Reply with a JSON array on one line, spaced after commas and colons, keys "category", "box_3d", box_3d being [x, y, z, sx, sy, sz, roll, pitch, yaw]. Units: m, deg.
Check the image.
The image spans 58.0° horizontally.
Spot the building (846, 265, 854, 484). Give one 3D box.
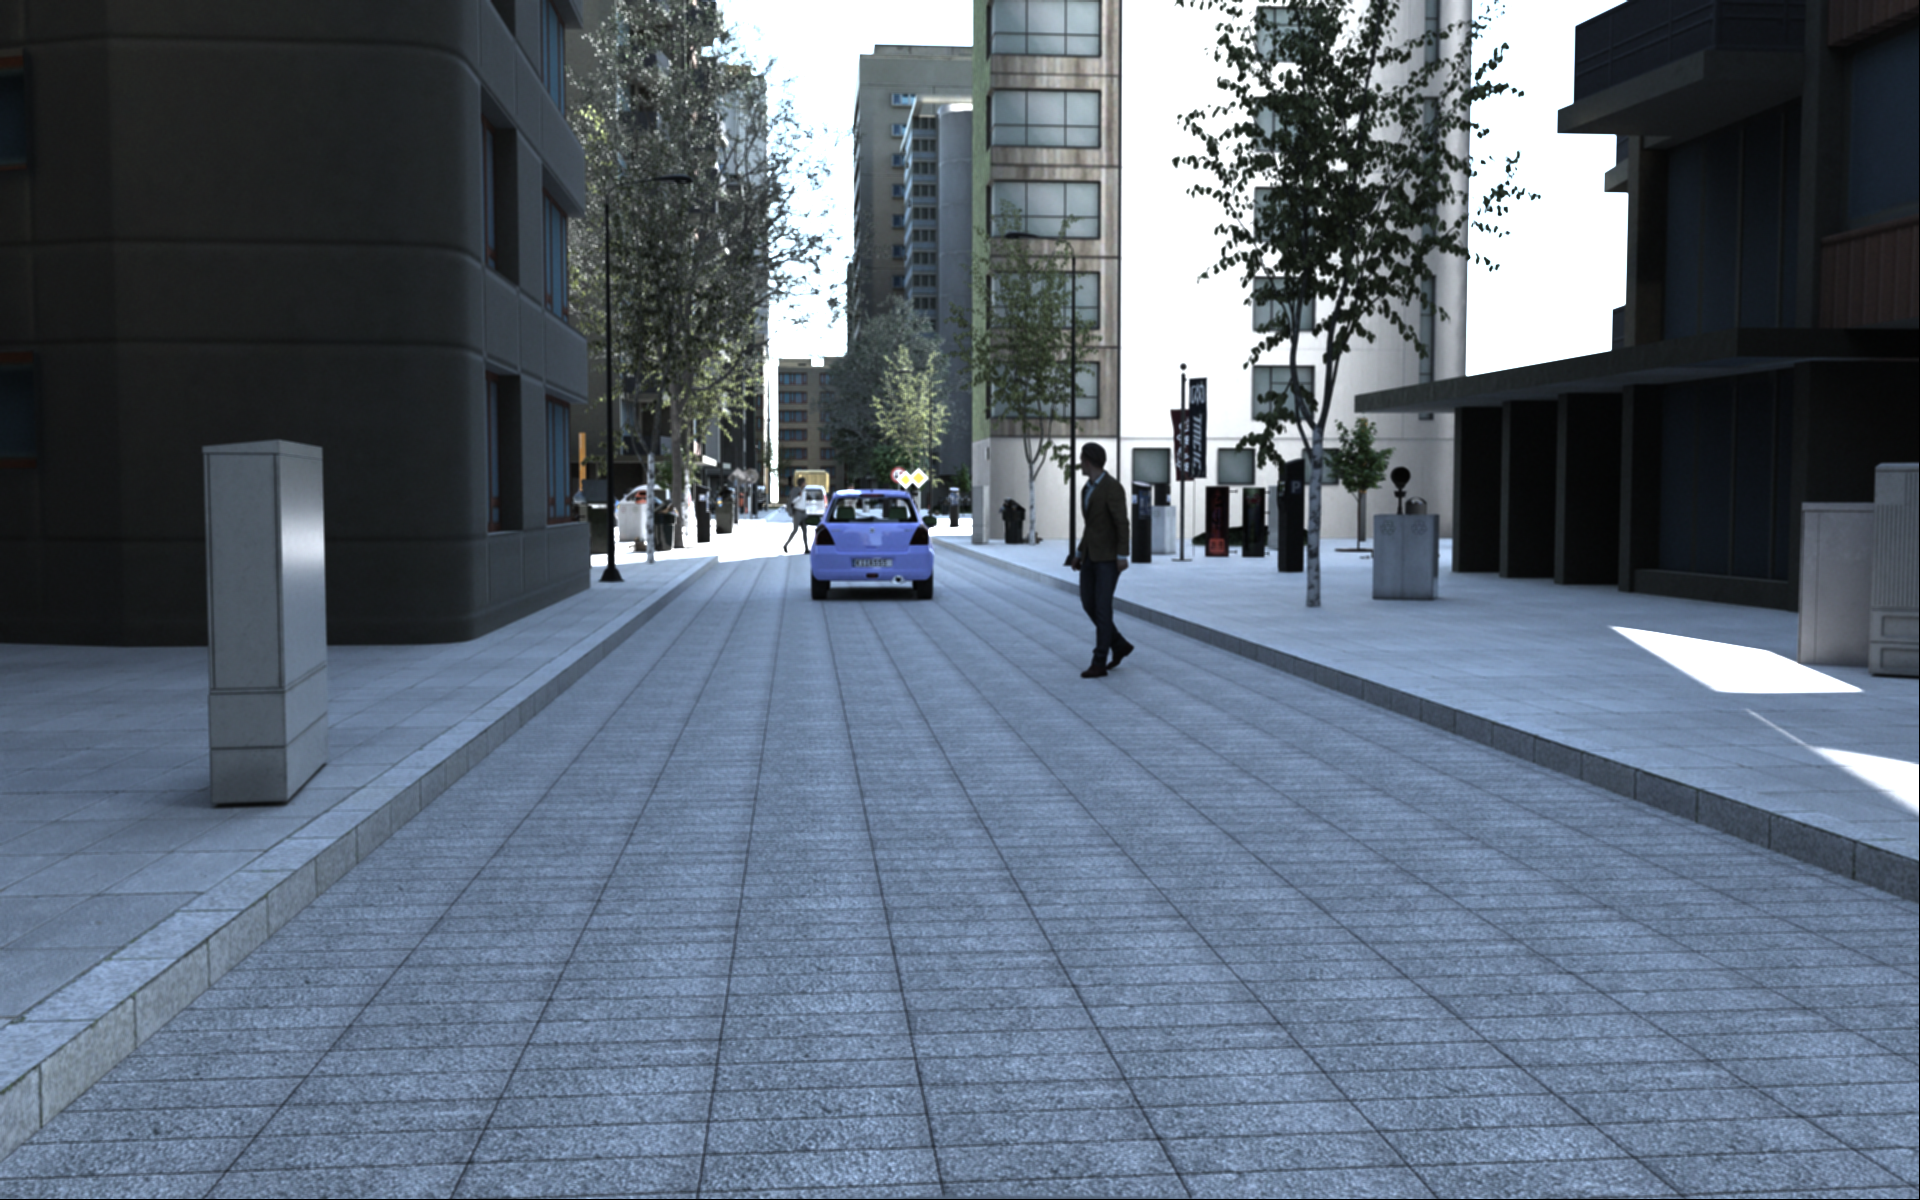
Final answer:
[{"category": "building", "box_3d": [-7.238, -27.233, 216.955, 14.160, 30.474, 14.107, 0, 4, -5]}]

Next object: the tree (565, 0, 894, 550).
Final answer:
[{"category": "tree", "box_3d": [-6.579, -7.934, 40.091, 12.009, 13.543, 11.850, 0, 3, 0]}]

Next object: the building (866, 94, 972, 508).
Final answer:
[{"category": "building", "box_3d": [7.457, -28.782, 162.462, 32.217, 40.220, 23.993, 0, 4, -5]}]

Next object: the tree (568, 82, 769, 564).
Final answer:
[{"category": "tree", "box_3d": [-5.652, -4.986, 31.883, 4.360, 8.622, 3.978, 0, 3, 0]}]

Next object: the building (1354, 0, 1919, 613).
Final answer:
[{"category": "building", "box_3d": [18.880, -22.086, 15.731, 22.147, 44.769, 28.867, 0, 4, -5]}]

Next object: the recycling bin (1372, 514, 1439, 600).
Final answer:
[{"category": "recycling bin", "box_3d": [5.487, -0.535, 21.304, 0.722, 1.027, 0.722, 1, 4, 20]}]

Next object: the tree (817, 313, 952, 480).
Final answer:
[{"category": "tree", "box_3d": [-5.123, -13.037, 119.811, 9.857, 13.997, 8.962, 0, 3, 0]}]

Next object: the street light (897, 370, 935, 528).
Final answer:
[{"category": "street light", "box_3d": [-1.641, -5.654, 64.984, 1.470, 5.913, 1.316, 0, 4, -5]}]

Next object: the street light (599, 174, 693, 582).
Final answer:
[{"category": "street light", "box_3d": [-4.577, -3.226, 25.283, 1.470, 5.913, 1.316, 0, 4, -5]}]

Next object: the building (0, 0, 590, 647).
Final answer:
[{"category": "building", "box_3d": [-17.493, -9.930, 7.397, 27.650, 21.520, 28.899, 0, 4, -5]}]

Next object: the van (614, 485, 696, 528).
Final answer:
[{"category": "van", "box_3d": [-12.753, -3.841, 69.809, 4.112, 2.044, 2.013, 0, 4, -4]}]

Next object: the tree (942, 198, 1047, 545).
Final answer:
[{"category": "tree", "box_3d": [1.728, -5.662, 42.944, 4.737, 8.622, 4.395, 0, 3, 0]}]

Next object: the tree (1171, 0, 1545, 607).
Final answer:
[{"category": "tree", "box_3d": [4.223, -4.241, 19.697, 4.737, 8.622, 4.395, 0, 3, 0]}]

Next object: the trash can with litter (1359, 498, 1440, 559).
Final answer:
[{"category": "trash can with litter", "box_3d": [8.868, -1.471, 35.114, 2.233, 1.210, 1.678, -2, 4, -28]}]

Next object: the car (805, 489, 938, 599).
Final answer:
[{"category": "car", "box_3d": [-1.271, -0.935, 24.884, 1.945, 1.707, 3.694, 0, 4, -3]}]

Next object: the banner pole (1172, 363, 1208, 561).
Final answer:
[{"category": "banner pole", "box_3d": [4.413, -2.632, 33.050, 0.401, 3.779, 0.863, -3, 4, -38]}]

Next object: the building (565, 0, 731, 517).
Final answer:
[{"category": "building", "box_3d": [-23.368, -26.559, 88.860, 22.147, 44.769, 28.867, 0, 4, -5]}]

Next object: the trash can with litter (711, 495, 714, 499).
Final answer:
[{"category": "trash can with litter", "box_3d": [-20.701, -8.027, 142.633, 1.055, 1.170, 0.624, 1, 4, 19]}]

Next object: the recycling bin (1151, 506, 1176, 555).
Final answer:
[{"category": "recycling bin", "box_3d": [4.176, -1.500, 37.079, 0.722, 1.027, 0.722, 2, 4, 27]}]

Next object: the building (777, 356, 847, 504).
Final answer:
[{"category": "building", "box_3d": [-11.413, -24.622, 247.616, 28.899, 21.520, 27.650, 0, 4, -5]}]

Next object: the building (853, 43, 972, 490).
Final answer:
[{"category": "building", "box_3d": [-0.394, -34.313, 184.717, 21.300, 48.544, 21.600, 0, 4, -5]}]

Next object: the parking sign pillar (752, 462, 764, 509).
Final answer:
[{"category": "parking sign pillar", "box_3d": [-17.082, -9.552, 144.648, 1.447, 3.967, 1.447, 0, 4, 4]}]

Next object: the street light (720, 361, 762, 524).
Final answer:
[{"category": "street light", "box_3d": [-7.717, -5.348, 59.978, 1.470, 5.913, 1.316, 0, 4, -5]}]

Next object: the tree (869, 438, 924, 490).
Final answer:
[{"category": "tree", "box_3d": [-3.478, -6.885, 96.278, 4.285, 4.588, 4.351, 0, 3, 0]}]

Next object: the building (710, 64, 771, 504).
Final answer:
[{"category": "building", "box_3d": [-40.520, -42.698, 240.118, 28.212, 58.520, 21.231, 0, 4, -5]}]

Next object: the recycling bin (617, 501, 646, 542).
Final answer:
[{"category": "recycling bin", "box_3d": [-8.787, -2.103, 46.940, 0.722, 1.027, 0.722, 1, 4, 15]}]

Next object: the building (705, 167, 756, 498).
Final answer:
[{"category": "building", "box_3d": [-25.601, -23.455, 155.198, 14.160, 30.474, 14.107, 0, 4, -5]}]

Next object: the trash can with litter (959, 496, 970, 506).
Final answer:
[{"category": "trash can with litter", "box_3d": [0.192, -7.392, 132.239, 1.055, 1.170, 0.624, -1, 4, -14]}]

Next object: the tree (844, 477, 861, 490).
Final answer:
[{"category": "tree", "box_3d": [-10.625, -10.734, 170.094, 1.663, 3.219, 1.824, 0, 3, 0]}]

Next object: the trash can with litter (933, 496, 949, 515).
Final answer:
[{"category": "trash can with litter", "box_3d": [-1.103, -5.681, 104.269, 1.055, 1.170, 0.624, -1, 4, -12]}]

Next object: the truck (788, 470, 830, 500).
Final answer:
[{"category": "truck", "box_3d": [-12.044, -8.802, 139.836, 3.469, 3.379, 9.791, 0, 4, -7]}]

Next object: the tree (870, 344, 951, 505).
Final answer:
[{"category": "tree", "box_3d": [-2.246, -8.183, 84.147, 4.360, 8.622, 3.978, 0, 3, 0]}]

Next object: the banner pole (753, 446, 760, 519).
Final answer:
[{"category": "banner pole", "box_3d": [-10.715, -6.175, 90.973, 0.401, 3.779, 0.863, 0, 4, -8]}]

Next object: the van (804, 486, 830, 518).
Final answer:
[{"category": "van", "box_3d": [-7.670, -5.072, 89.935, 2.013, 2.044, 4.112, 0, 4, -4]}]

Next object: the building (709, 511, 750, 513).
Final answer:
[{"category": "building", "box_3d": [-31.479, -26.461, 124.516, 32.217, 40.220, 23.993, 0, 4, -5]}]

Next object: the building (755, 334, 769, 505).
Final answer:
[{"category": "building", "box_3d": [-37.860, -22.221, 208.348, 28.899, 21.520, 27.650, 0, 4, -5]}]

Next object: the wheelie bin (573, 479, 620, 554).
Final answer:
[{"category": "wheelie bin", "box_3d": [-7.805, -1.783, 37.065, 0.980, 1.594, 0.693, -2, 4, -30]}]

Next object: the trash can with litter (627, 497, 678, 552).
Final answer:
[{"category": "trash can with litter", "box_3d": [-6.861, -1.669, 38.679, 1.055, 1.170, 0.624, -2, 4, -25]}]

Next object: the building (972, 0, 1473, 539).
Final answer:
[{"category": "building", "box_3d": [7.208, -22.727, 55.177, 14.154, 41.232, 14.086, 0, 4, -5]}]

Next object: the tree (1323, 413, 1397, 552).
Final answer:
[{"category": "tree", "box_3d": [8.986, -2.693, 38.632, 1.663, 3.219, 1.824, 0, 3, 0]}]

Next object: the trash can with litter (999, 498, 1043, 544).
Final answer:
[{"category": "trash can with litter", "box_3d": [1.576, -2.042, 44.766, 1.055, 1.170, 0.624, -2, 4, -27]}]

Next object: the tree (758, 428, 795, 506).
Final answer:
[{"category": "tree", "box_3d": [-20.667, -14.829, 192.819, 4.737, 8.622, 4.395, 0, 3, 0]}]

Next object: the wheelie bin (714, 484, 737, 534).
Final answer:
[{"category": "wheelie bin", "box_3d": [-7.543, -2.920, 55.652, 0.693, 1.594, 0.980, 0, 4, -2]}]

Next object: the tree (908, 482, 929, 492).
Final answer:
[{"category": "tree", "box_3d": [-3.680, -9.292, 146.531, 1.663, 3.219, 1.824, 0, 3, 0]}]

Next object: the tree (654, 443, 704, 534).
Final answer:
[{"category": "tree", "box_3d": [-9.200, -3.766, 56.182, 1.663, 3.219, 1.824, 0, 3, 0]}]

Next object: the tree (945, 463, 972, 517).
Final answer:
[{"category": "tree", "box_3d": [0.243, -6.339, 98.242, 1.663, 3.219, 1.824, 0, 3, 0]}]
